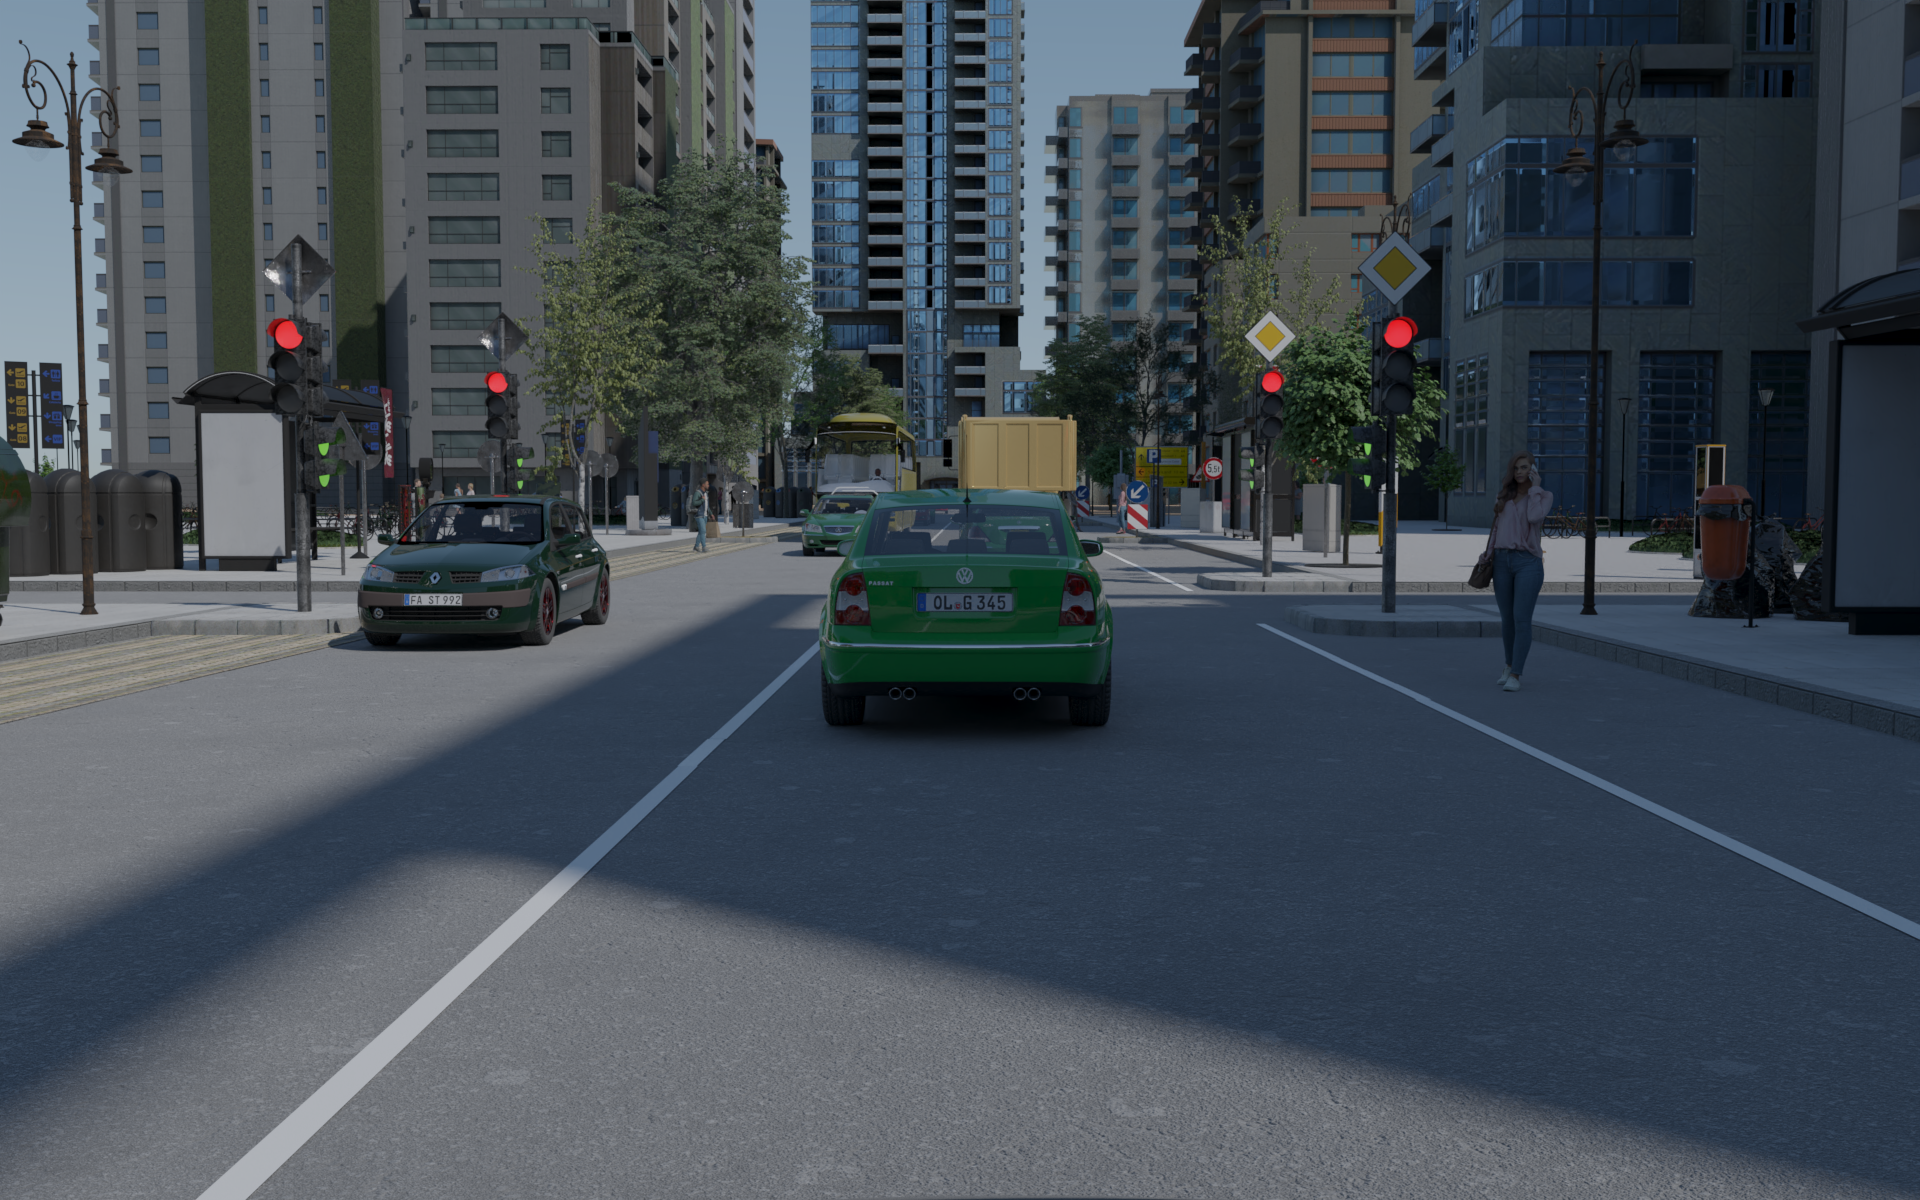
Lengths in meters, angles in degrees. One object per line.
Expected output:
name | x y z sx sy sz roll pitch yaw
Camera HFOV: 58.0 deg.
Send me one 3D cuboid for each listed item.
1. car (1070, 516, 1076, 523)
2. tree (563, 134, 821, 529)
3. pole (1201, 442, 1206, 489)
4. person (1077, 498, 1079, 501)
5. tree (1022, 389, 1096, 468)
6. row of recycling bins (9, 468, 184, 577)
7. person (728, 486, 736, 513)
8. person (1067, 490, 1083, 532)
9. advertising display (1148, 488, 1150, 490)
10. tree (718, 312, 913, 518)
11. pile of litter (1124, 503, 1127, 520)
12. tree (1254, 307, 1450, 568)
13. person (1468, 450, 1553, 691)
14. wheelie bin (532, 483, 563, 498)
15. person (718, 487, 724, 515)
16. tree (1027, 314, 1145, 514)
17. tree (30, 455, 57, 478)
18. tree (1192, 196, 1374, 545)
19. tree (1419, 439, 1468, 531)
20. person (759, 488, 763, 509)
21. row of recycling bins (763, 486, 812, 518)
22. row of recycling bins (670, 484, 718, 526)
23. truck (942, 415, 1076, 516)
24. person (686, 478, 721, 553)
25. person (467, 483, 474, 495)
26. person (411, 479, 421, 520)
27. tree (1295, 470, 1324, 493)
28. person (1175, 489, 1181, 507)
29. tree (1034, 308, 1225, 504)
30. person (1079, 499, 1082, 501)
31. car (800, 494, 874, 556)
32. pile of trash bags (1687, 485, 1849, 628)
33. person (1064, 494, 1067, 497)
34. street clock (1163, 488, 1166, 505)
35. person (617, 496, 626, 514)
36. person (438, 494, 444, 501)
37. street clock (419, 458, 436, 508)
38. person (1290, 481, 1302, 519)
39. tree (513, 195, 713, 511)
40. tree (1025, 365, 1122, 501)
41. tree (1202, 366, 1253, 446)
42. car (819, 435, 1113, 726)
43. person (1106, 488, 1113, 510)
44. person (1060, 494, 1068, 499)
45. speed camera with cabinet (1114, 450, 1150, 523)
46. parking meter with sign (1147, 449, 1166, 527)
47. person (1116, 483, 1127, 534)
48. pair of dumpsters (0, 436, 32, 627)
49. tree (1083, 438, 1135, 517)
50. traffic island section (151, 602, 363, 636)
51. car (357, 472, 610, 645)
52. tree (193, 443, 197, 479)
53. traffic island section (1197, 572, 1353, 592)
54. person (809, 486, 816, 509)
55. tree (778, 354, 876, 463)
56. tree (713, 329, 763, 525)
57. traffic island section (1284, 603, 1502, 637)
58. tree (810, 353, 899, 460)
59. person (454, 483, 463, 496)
car | 0.900 -1.034 28.708 2.131 1.459 4.920 0 3 0
tree | -9.672 -9.552 62.833 9.857 13.997 8.962 0 3 0
pole | 9.493 -4.509 67.562 0.158 3.312 0.155 0 3 0
person | 10.161 -8.713 149.233 0.721 1.736 1.217 0 4 -7
tree | 9.786 -16.294 176.783 12.009 13.543 11.850 0 3 0
row of recycling bins | -14.185 -1.295 28.291 1.069 1.692 3.534 1 4 22
person | -15.692 -6.998 120.083 1.348 1.869 0.705 -1 4 -9
person | 4.363 -3.475 65.598 0.573 1.790 0.520 1 4 12
advertising display | 10.775 -5.772 99.592 0.123 1.923 0.974 -1 4 -14
tree | -9.365 -10.141 91.559 9.928 11.665 9.643 0 3 0
pile of litter | 8.415 -4.326 84.691 1.176 0.858 1.719 0 4 -8
tree | 6.830 -2.858 30.440 4.285 4.588 4.351 0 3 0
person | 4.114 -0.227 12.809 0.593 1.750 0.643 3 5 44
wheelie bin | -11.227 -2.405 47.229 0.980 1.594 0.693 0 4 -3
person | -15.026 -6.187 107.918 0.721 1.743 1.217 0 4 4
tree | 8.066 -11.682 109.122 7.486 12.596 7.792 0 3 0
tree | -41.256 -5.123 78.367 1.663 3.219 1.824 0 3 0
tree | 7.736 -5.660 42.899 4.737 8.622 4.395 0 3 0
tree | 16.917 -4.037 60.612 1.663 3.219 1.824 0 3 0
person | -17.369 -8.948 152.372 1.348 1.821 0.705 3 5 45
row of recycling bins | -9.433 -5.361 94.767 3.534 1.692 1.069 3 5 41
row of recycling bins | -10.515 -3.760 68.589 1.069 1.692 3.534 -2 4 -30
truck | 1.258 -2.837 42.306 3.469 3.379 9.791 0 4 0
person | -6.212 -2.049 41.986 0.713 1.824 0.794 2 4 34
person | -20.941 -4.143 74.454 0.598 1.740 0.731 -3 5 -43
person | -18.436 -3.235 59.143 0.583 1.804 0.606 0 4 4
tree | 13.609 -4.492 68.043 1.663 3.219 1.824 0 3 0
person | 22.204 -10.263 173.839 1.348 1.824 0.705 0 4 -6
tree | 8.840 -9.364 87.512 8.767 10.594 7.601 -1 4 -16
person | 10.089 -8.406 144.399 0.541 1.710 0.530 0 4 -7
car | -2.716 -1.822 41.592 2.131 1.459 4.920 0 4 1
pile of trash bags | 8.434 -0.493 17.815 1.912 1.369 3.447 3 5 44
person | 10.622 -9.852 167.915 1.217 1.735 0.721 2 4 30
street clock | 9.242 -4.558 79.085 0.358 2.002 0.471 3 5 44
person | -19.663 -5.484 101.205 1.012 1.151 0.738 -1 4 -20
person | -21.916 -3.850 73.268 0.640 1.303 0.475 1 4 19
street clock | -10.594 -1.826 34.420 0.358 2.002 0.471 -1 4 -9
person | 12.165 -3.488 63.423 0.532 1.782 0.716 -2 4 -30
tree | -9.482 -5.707 43.671 4.737 8.622 4.395 0 3 0
tree | 8.783 -12.700 133.396 9.928 11.665 9.643 0 3 0
tree | 15.752 -9.088 98.949 4.360 8.622 3.978 0 3 0
car | 0.063 -0.201 12.078 1.959 1.807 4.718 0 4 1
person | 11.768 -7.944 136.660 0.721 1.736 1.217 2 4 27
person | 10.827 -10.503 180.741 1.217 1.766 0.721 -3 5 -40
speed camera with cabinet | 7.971 -5.133 78.265 2.038 3.252 0.660 0 4 5
parking meter with sign | 7.699 -4.363 67.602 0.543 3.016 1.738 1 4 16
person | 5.803 -3.266 61.913 0.388 1.821 0.555 1 4 16
pair of dumpsters | -9.476 -0.709 14.081 1.574 2.255 4.437 0 4 1
tree | 8.464 -6.847 95.659 4.285 4.588 4.351 0 3 0
traffic island section | -7.176 0.206 18.918 2.009 0.180 2.903 0 4 1
car | -4.744 -0.480 17.637 2.009 1.686 4.222 0 3 0
tree | -15.580 -2.615 37.350 1.663 3.219 1.824 0 3 0
traffic island section | 4.764 -0.273 26.751 2.009 0.180 2.903 0 4 1
person | -10.625 -7.191 123.579 0.705 1.831 1.348 3 4 38
tree | -8.344 -10.915 112.876 7.601 10.594 8.767 -1 4 -14
tree | -9.825 -7.455 72.250 4.737 8.622 4.395 0 3 0
traffic island section | 4.665 0.215 18.766 2.009 0.180 2.903 0 4 1
tree | -8.628 -13.551 139.687 7.486 12.596 7.792 0 3 0
person | -24.932 -4.900 86.245 0.778 1.811 0.616 3 4 38
